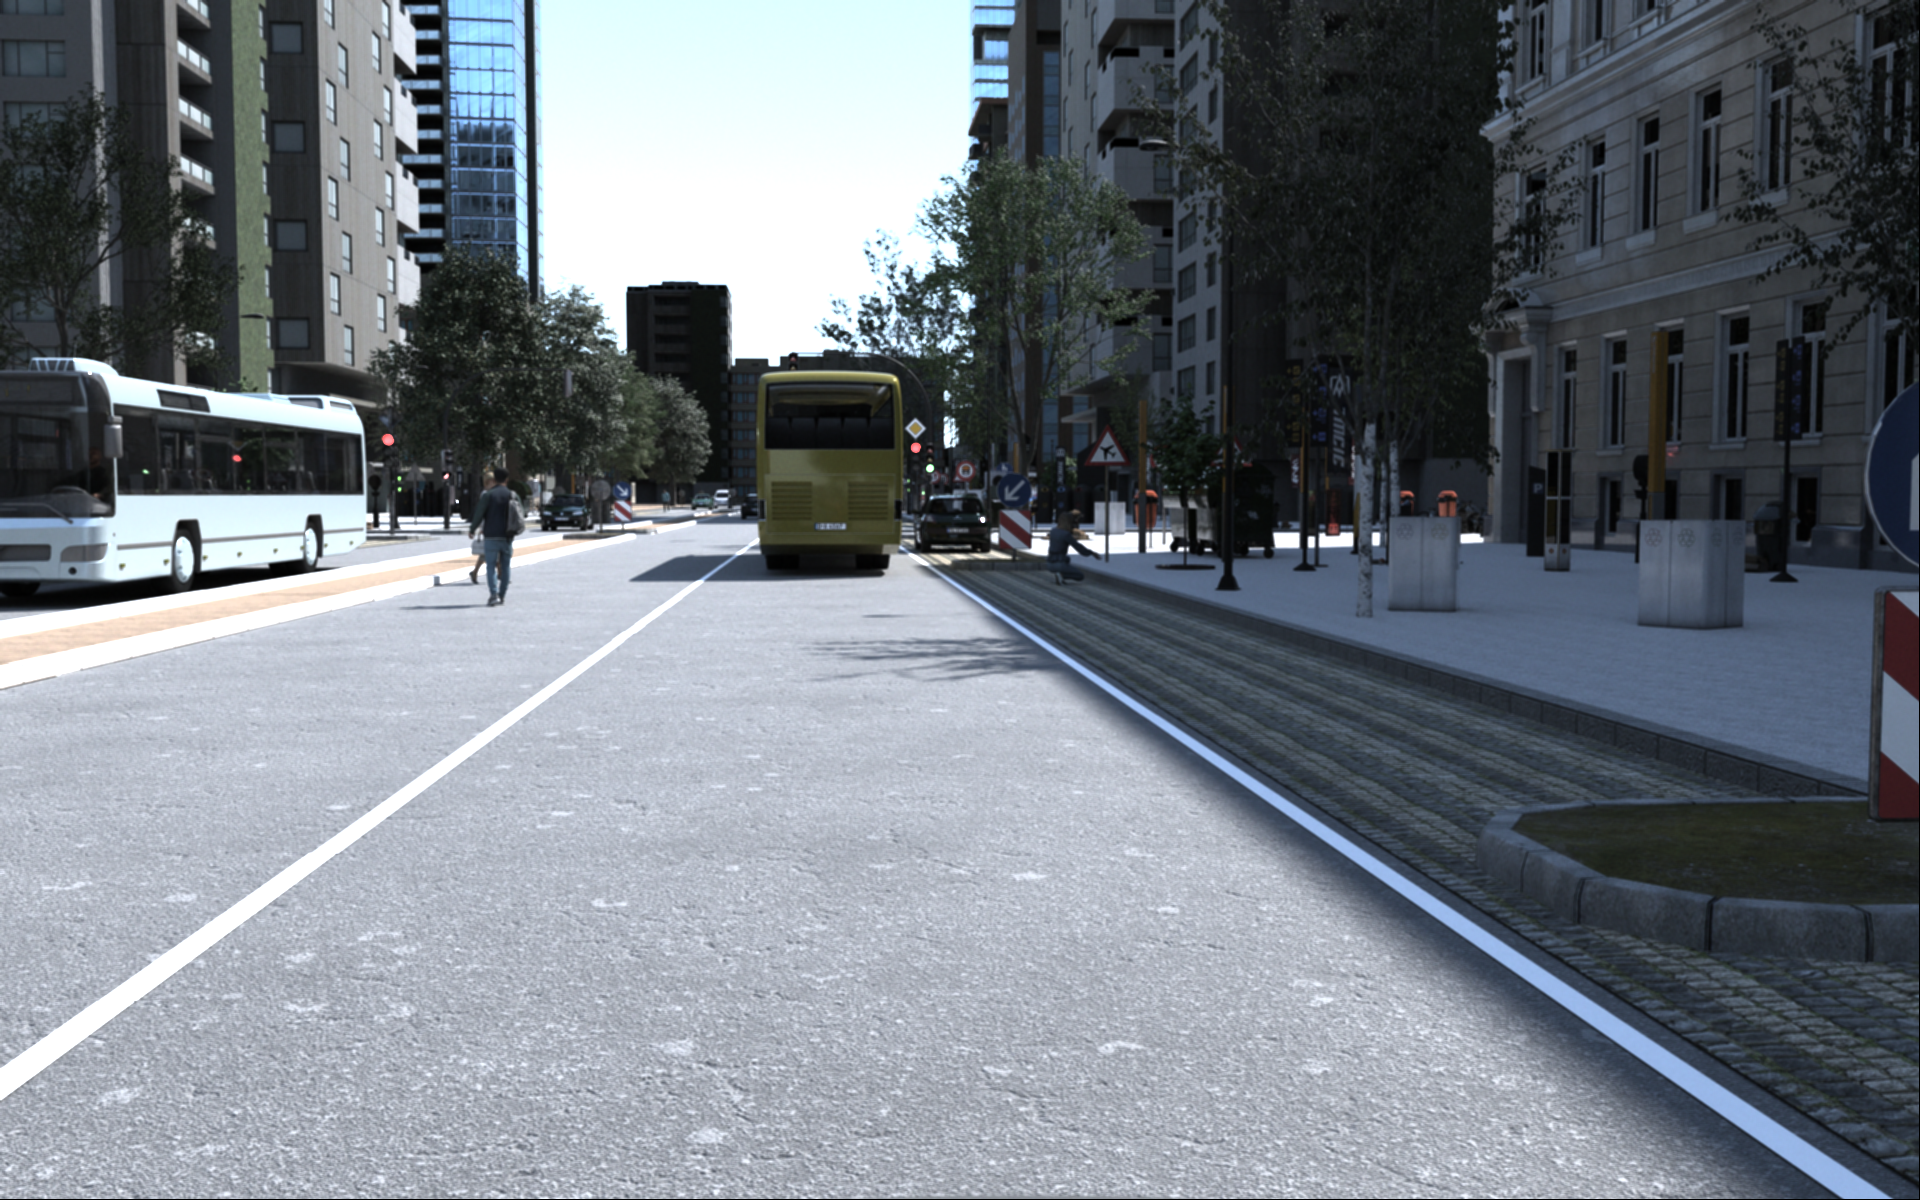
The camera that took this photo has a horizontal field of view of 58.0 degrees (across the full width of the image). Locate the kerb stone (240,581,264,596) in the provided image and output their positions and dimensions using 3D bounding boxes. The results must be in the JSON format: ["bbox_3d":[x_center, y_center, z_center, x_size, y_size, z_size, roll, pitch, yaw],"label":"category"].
[{"bbox_3d":[-10.164,-0.150,24.654,0.120,0.150,1.000,0,4,-5],"label":"kerb stone"}]

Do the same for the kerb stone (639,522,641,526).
[{"bbox_3d":[-14.289,-3.308,76.275,0.120,0.150,1.000,0,4,-5],"label":"kerb stone"}]

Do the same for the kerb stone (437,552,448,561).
[{"bbox_3d":[-11.140,-0.899,36.899,0.120,0.150,1.000,0,4,-5],"label":"kerb stone"}]

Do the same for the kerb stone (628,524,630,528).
[{"bbox_3d":[-13.966,-3.058,72.195,0.120,0.150,1.000,0,4,-5],"label":"kerb stone"}]

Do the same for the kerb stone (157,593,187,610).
[{"bbox_3d":[-9.920,0.039,21.593,0.120,0.150,1.000,0,4,-5],"label":"kerb stone"}]

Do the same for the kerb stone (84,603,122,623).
[{"bbox_3d":[-9.757,0.162,19.548,0.120,0.150,1.000,0,4,-5],"label":"kerb stone"}]

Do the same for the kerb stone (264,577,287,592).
[{"bbox_3d":[-10.239,-0.213,25.675,0.120,0.150,1.000,0,4,-5],"label":"kerb stone"}]

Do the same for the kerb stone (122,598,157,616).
[{"bbox_3d":[-9.830,0.099,20.572,0.120,0.150,1.000,0,4,-5],"label":"kerb stone"}]

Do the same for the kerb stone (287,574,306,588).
[{"bbox_3d":[-10.325,-0.275,26.693,0.120,0.150,1.000,0,4,-5],"label":"kerb stone"}]

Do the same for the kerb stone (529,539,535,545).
[{"bbox_3d":[-12.036,-1.586,48.131,0.120,0.150,1.000,0,4,-5],"label":"kerb stone"}]

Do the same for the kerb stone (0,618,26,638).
[{"bbox_3d":[-9.589,0.287,17.505,0.120,0.150,1.000,0,4,-5],"label":"kerb stone"}]

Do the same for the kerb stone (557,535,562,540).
[{"bbox_3d":[-12.443,-1.892,53.236,0.120,0.150,1.000,0,4,-5],"label":"kerb stone"}]

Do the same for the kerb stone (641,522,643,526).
[{"bbox_3d":[-14.360,-3.370,77.295,0.120,0.150,1.000,0,4,-5],"label":"kerb stone"}]

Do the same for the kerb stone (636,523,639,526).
[{"bbox_3d":[-14.193,-3.245,75.257,0.120,0.150,1.000,0,4,-5],"label":"kerb stone"}]

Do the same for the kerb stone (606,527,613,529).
[{"bbox_3d":[-13.468,-2.683,66.069,0.120,0.150,1.000,0,4,-5],"label":"kerb stone"}]

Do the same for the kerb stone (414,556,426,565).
[{"bbox_3d":[-10.972,-0.772,34.857,0.120,0.150,1.000,0,4,-5],"label":"kerb stone"}]

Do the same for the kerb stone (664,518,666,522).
[{"bbox_3d":[-15.262,-4.057,88.522,0.120,0.150,1.000,0,4,-5],"label":"kerb stone"}]

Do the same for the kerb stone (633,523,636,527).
[{"bbox_3d":[-14.128,-3.183,74.235,0.120,0.150,1.000,0,4,-5],"label":"kerb stone"}]

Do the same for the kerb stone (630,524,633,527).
[{"bbox_3d":[-14.045,-3.121,73.216,0.120,0.150,1.000,0,4,-5],"label":"kerb stone"}]

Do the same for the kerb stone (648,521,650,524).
[{"bbox_3d":[-14.613,-3.557,80.358,0.120,0.150,1.000,0,4,-5],"label":"kerb stone"}]

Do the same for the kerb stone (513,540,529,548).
[{"bbox_3d":[-11.951,-1.524,47.112,0.120,0.150,1.000,0,4,-5],"label":"kerb stone"}]

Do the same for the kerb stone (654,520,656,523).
[{"bbox_3d":[-14.852,-3.743,83.424,0.120,0.150,1.000,0,4,-5],"label":"kerb stone"}]

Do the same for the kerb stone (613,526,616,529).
[{"bbox_3d":[-13.556,-2.746,67.087,0.120,0.150,1.000,0,4,-5],"label":"kerb stone"}]

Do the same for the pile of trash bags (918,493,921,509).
[{"bbox_3d":[-2.949,-7.606,134.116,1.912,1.369,3.447,0,4,-4],"label":"pile of trash bags"}]

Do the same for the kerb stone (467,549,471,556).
[{"bbox_3d":[-11.387,-1.086,39.958,0.120,0.150,1.000,0,4,-5],"label":"kerb stone"}]

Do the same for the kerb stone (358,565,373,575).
[{"bbox_3d":[-10.660,-0.523,30.774,0.120,0.150,1.000,0,4,-5],"label":"kerb stone"}]

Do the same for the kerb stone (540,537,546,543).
[{"bbox_3d":[-12.198,-1.708,50.175,0.120,0.150,1.000,0,4,-5],"label":"kerb stone"}]

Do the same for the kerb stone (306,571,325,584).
[{"bbox_3d":[-10.403,-0.337,27.712,0.120,0.150,1.000,0,4,-5],"label":"kerb stone"}]

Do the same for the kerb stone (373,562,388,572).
[{"bbox_3d":[-10.730,-0.575,31.794,0.120,0.150,1.000,0,4,-5],"label":"kerb stone"}]

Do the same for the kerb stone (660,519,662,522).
[{"bbox_3d":[-15.095,-3.932,86.484,0.120,0.150,1.000,0,4,-5],"label":"kerb stone"}]

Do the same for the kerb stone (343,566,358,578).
[{"bbox_3d":[-10.574,-0.462,29.750,0.120,0.150,1.000,0,4,-5],"label":"kerb stone"}]

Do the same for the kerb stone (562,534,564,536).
[{"bbox_3d":[-12.529,-1.962,54.273,0.120,0.150,1.000,0,4,-5],"label":"kerb stone"}]

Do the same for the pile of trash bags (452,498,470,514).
[{"bbox_3d":[-33.320,-6.375,113.982,1.912,1.369,3.447,-2,4,-35],"label":"pile of trash bags"}]

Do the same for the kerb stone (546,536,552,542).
[{"bbox_3d":[-12.282,-1.769,51.193,0.120,0.150,1.000,0,4,-5],"label":"kerb stone"}]

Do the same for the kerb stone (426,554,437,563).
[{"bbox_3d":[-11.062,-0.837,35.875,0.120,0.150,1.000,0,4,-5],"label":"kerb stone"}]

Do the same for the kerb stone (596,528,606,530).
[{"bbox_3d":[-13.314,-2.558,64.029,0.120,0.150,1.000,0,4,-5],"label":"kerb stone"}]

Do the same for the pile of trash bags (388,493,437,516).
[{"bbox_3d":[-32.366,-5.725,103.363,3.447,1.369,1.912,-1,4,-9],"label":"pile of trash bags"}]

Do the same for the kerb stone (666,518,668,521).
[{"bbox_3d":[-15.347,-4.119,89.540,0.120,0.150,1.000,0,4,-5],"label":"kerb stone"}]

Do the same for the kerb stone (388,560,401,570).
[{"bbox_3d":[-10.818,-0.650,32.816,0.120,0.150,1.000,0,4,-5],"label":"kerb stone"}]

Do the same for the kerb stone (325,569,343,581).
[{"bbox_3d":[-10.487,-0.400,28.732,0.120,0.150,1.000,0,4,-5],"label":"kerb stone"}]

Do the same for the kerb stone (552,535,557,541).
[{"bbox_3d":[-12.368,-1.830,52.217,0.120,0.150,1.000,0,4,-5],"label":"kerb stone"}]

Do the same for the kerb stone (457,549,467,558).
[{"bbox_3d":[-11.303,-1.022,38.939,0.120,0.150,1.000,0,4,-5],"label":"kerb stone"}]

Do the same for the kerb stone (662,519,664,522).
[{"bbox_3d":[-15.186,-3.994,87.502,0.120,0.150,1.000,0,4,-5],"label":"kerb stone"}]

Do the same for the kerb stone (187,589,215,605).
[{"bbox_3d":[-10.000,-0.026,22.613,0.120,0.150,1.000,0,4,-5],"label":"kerb stone"}]

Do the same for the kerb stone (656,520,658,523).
[{"bbox_3d":[-14.939,-3.807,84.442,0.120,0.150,1.000,0,4,-5],"label":"kerb stone"}]

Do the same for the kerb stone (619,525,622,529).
[{"bbox_3d":[-13.723,-2.871,69.129,0.120,0.150,1.000,0,4,-5],"label":"kerb stone"}]

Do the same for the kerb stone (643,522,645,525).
[{"bbox_3d":[-14.450,-3.430,78.313,0.120,0.150,1.000,0,4,-5],"label":"kerb stone"}]

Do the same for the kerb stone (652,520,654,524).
[{"bbox_3d":[-14.778,-3.680,82.404,0.120,0.150,1.000,0,4,-5],"label":"kerb stone"}]

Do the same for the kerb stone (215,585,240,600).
[{"bbox_3d":[-10.086,-0.081,23.633,0.120,0.150,1.000,0,4,-5],"label":"kerb stone"}]

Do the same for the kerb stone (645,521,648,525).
[{"bbox_3d":[-14.534,-3.494,79.333,0.120,0.150,1.000,0,4,-5],"label":"kerb stone"}]

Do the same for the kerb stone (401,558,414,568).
[{"bbox_3d":[-10.894,-0.712,33.838,0.120,0.150,1.000,0,4,-5],"label":"kerb stone"}]

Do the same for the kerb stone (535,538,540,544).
[{"bbox_3d":[-12.123,-1.647,49.156,0.120,0.150,1.000,0,4,-5],"label":"kerb stone"}]

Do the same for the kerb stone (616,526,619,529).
[{"bbox_3d":[-13.638,-2.803,68.109,0.120,0.150,1.000,0,4,-5],"label":"kerb stone"}]

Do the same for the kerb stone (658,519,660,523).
[{"bbox_3d":[-15.018,-3.870,85.464,0.120,0.150,1.000,0,4,-5],"label":"kerb stone"}]

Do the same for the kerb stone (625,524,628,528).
[{"bbox_3d":[-13.878,-2.996,71.174,0.120,0.150,1.000,0,4,-5],"label":"kerb stone"}]

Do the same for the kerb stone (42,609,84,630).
[{"bbox_3d":[-9.673,0.227,18.524,0.120,0.150,1.000,0,4,-5],"label":"kerb stone"}]

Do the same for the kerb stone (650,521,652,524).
[{"bbox_3d":[-14.695,-3.620,81.385,0.120,0.150,1.000,0,4,-5],"label":"kerb stone"}]

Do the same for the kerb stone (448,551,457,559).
[{"bbox_3d":[-11.225,-0.962,37.920,0.120,0.150,1.000,0,4,-5],"label":"kerb stone"}]
